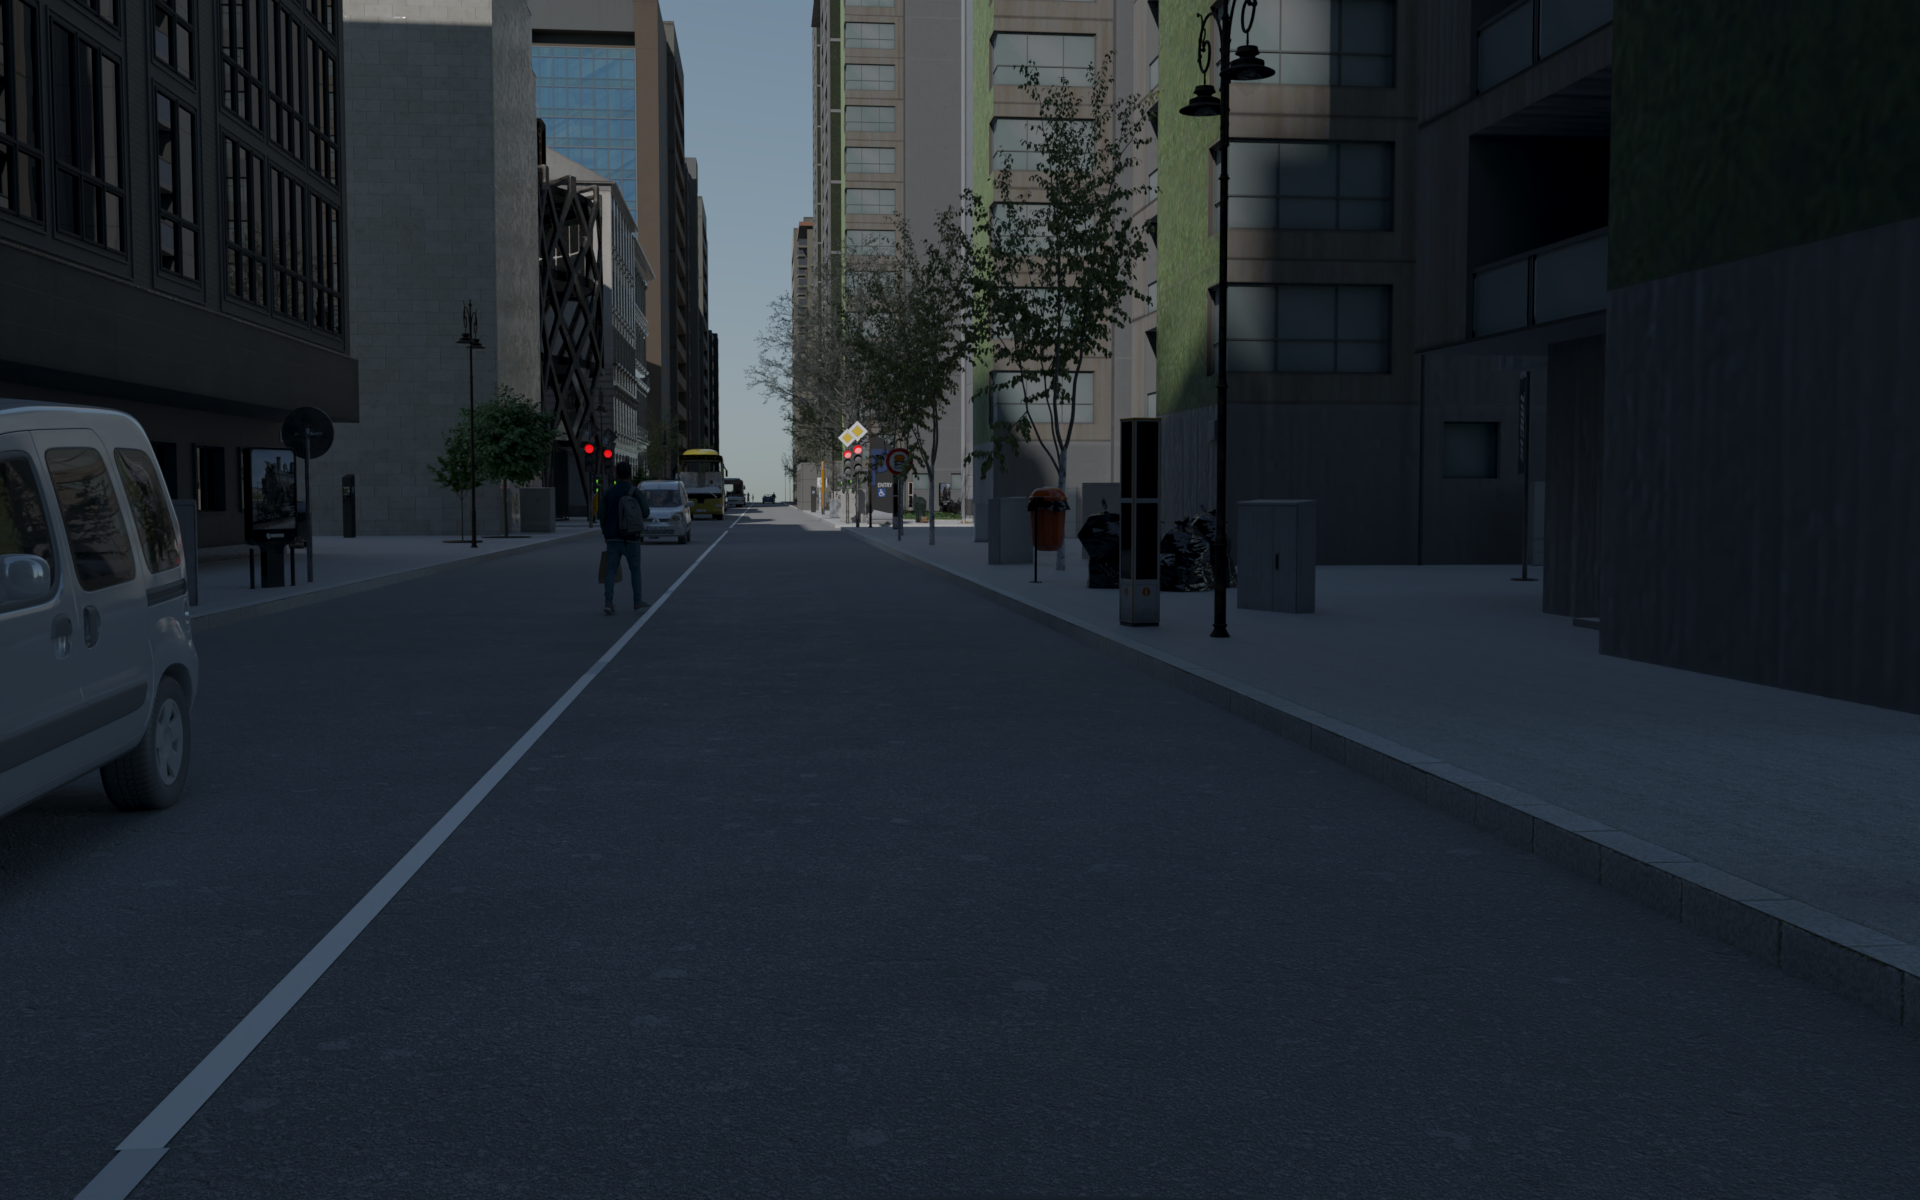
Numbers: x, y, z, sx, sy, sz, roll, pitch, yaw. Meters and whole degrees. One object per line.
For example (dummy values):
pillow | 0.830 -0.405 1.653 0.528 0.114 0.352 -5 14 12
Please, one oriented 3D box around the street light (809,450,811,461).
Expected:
street light | -12.873 -10.772 148.907 0.468 5.910 1.993 0 4 -6

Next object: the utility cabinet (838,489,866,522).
utility cabinet | -4.809 -4.242 78.034 1.173 1.500 0.318 2 4 31

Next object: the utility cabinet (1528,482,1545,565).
utility cabinet | 10.807 -1.365 31.001 1.173 1.500 0.318 0 4 2

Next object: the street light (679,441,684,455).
street light | -24.018 -10.817 149.642 0.468 5.910 1.993 0 4 -6

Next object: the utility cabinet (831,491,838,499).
utility cabinet | -8.913 -7.307 128.150 1.173 1.500 0.318 -1 4 -13

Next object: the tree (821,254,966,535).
tree | -1.820 -6.327 53.810 4.360 8.622 3.978 0 3 0

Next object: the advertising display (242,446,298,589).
advertising display | -9.447 -1.134 23.760 0.123 1.923 0.974 1 4 16

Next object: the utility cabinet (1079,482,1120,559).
utility cabinet | 2.891 -1.507 33.319 0.318 1.500 1.173 -3 5 -44

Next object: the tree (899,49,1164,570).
tree | 1.610 -4.820 29.176 4.737 8.622 4.395 0 3 0

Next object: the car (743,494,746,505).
car | -28.360 -12.981 220.915 2.281 1.827 5.304 0 4 -6

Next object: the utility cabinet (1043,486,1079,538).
utility cabinet | 2.983 -2.549 50.349 1.173 1.500 0.318 3 4 39

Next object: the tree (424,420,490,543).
tree | -13.271 -3.122 45.651 1.663 3.219 1.824 0 3 0

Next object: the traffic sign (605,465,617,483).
traffic sign | -15.380 -4.701 76.959 0.768 2.556 0.104 0 4 -1

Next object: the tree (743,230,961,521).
tree | -4.977 -10.435 80.977 12.009 13.543 11.850 0 3 0

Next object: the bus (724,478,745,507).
bus | -25.401 -12.057 191.986 2.948 3.499 13.247 -1 4 -8

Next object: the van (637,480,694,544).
van | -8.770 -2.668 50.638 2.013 2.044 4.112 0 4 -6

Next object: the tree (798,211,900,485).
tree | -0.952 -5.702 43.589 4.737 8.622 4.395 0 3 0

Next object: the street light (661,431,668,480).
street light | -21.131 -9.262 124.218 0.468 5.910 1.993 0 4 -6

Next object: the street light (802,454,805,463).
street light | -15.817 -12.369 175.018 0.468 5.910 1.993 0 4 -6

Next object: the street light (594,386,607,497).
street light | -15.333 -6.198 74.132 0.468 5.910 1.993 0 4 -6

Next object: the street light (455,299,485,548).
street light | -11.620 -4.187 41.253 0.468 5.910 1.993 0 4 -6

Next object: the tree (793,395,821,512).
tree | -10.242 -10.774 126.518 4.360 8.622 3.978 0 3 0

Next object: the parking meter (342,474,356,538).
parking meter | -17.934 -2.760 50.829 0.255 1.863 0.399 0 4 2

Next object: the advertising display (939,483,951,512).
advertising display | -0.882 -5.772 99.583 0.123 1.923 0.974 3 4 37

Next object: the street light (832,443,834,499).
street light | -7.247 -7.716 98.939 0.468 5.910 1.993 0 4 -6

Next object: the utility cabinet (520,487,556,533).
utility cabinet | -13.891 -2.951 56.935 1.173 1.500 0.318 1 4 21

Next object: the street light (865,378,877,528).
street light | -3.406 -5.687 65.775 0.468 5.910 1.993 0 4 -6

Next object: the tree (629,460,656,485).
tree | -18.136 -6.358 98.548 1.663 3.219 1.824 0 3 0

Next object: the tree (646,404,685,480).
tree | -24.078 -11.508 138.519 4.737 8.622 4.395 0 3 0

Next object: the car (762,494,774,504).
car | -28.779 -15.164 259.940 2.014 1.417 4.499 0 4 -5

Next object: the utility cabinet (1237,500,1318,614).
utility cabinet | 3.466 -0.482 19.035 0.306 1.237 1.020 -2 4 -29

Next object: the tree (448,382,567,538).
tree | -13.282 -4.108 50.878 4.285 4.588 4.351 0 3 0

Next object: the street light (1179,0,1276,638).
street light | 2.334 -2.605 15.374 0.468 5.910 1.993 0 4 -6

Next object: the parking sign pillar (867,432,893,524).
parking sign pillar | -3.291 -5.268 74.611 1.447 3.967 1.447 2 4 24

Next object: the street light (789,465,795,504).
street light | -21.548 -15.420 224.900 0.468 5.910 1.993 0 4 -6

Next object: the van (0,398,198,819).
van | -4.228 0.034 6.449 2.013 2.044 4.112 0 4 -8

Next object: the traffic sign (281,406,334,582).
traffic sign | -9.486 -1.535 25.208 0.768 2.556 0.104 0 3 0

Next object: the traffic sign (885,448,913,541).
traffic sign | -1.664 -2.903 47.564 0.768 2.556 0.104 0 4 -5

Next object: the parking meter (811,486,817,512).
parking meter | -10.193 -7.038 120.774 0.399 1.863 0.255 0 4 -3

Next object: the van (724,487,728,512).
van | -20.315 -8.516 143.625 2.240 2.365 5.245 0 4 -6

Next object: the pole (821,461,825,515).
pole | -8.489 -6.941 107.328 0.158 3.312 0.155 0 3 0

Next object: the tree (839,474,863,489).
tree | -6.725 -6.780 105.456 1.663 3.219 1.824 0 3 0

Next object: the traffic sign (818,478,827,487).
traffic sign | -8.583 -6.468 107.888 0.606 2.300 0.079 0 4 -3

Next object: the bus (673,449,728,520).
bus | -14.680 -6.540 98.471 2.896 3.916 12.252 0 4 -8

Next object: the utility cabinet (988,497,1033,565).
utility cabinet | 0.933 -1.262 31.795 0.306 1.237 1.020 3 5 40

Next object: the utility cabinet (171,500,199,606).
utility cabinet | -9.265 -0.526 19.769 1.020 1.237 0.306 -1 4 -22

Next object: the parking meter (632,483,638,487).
parking meter | -16.893 -5.159 90.066 0.255 1.863 0.399 -1 4 -22
